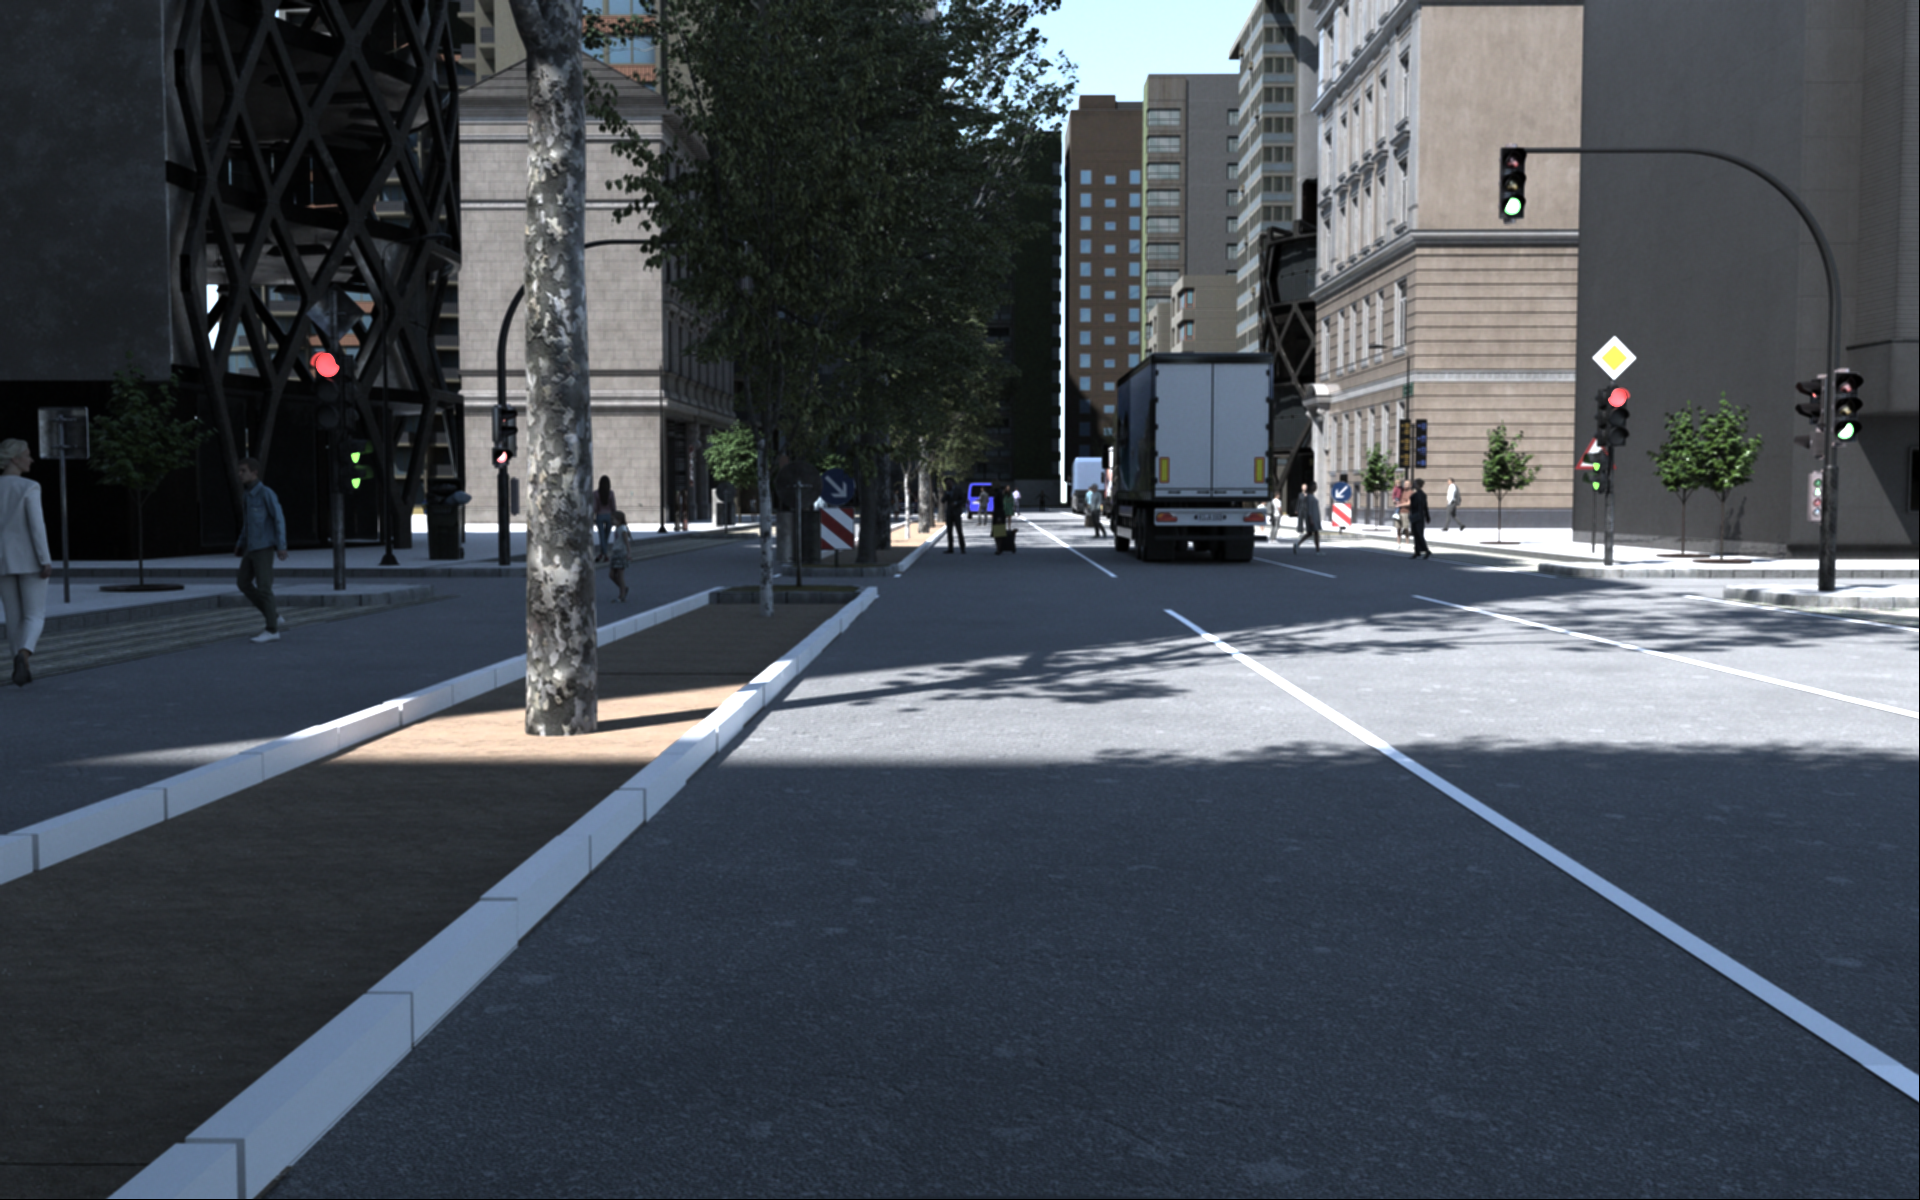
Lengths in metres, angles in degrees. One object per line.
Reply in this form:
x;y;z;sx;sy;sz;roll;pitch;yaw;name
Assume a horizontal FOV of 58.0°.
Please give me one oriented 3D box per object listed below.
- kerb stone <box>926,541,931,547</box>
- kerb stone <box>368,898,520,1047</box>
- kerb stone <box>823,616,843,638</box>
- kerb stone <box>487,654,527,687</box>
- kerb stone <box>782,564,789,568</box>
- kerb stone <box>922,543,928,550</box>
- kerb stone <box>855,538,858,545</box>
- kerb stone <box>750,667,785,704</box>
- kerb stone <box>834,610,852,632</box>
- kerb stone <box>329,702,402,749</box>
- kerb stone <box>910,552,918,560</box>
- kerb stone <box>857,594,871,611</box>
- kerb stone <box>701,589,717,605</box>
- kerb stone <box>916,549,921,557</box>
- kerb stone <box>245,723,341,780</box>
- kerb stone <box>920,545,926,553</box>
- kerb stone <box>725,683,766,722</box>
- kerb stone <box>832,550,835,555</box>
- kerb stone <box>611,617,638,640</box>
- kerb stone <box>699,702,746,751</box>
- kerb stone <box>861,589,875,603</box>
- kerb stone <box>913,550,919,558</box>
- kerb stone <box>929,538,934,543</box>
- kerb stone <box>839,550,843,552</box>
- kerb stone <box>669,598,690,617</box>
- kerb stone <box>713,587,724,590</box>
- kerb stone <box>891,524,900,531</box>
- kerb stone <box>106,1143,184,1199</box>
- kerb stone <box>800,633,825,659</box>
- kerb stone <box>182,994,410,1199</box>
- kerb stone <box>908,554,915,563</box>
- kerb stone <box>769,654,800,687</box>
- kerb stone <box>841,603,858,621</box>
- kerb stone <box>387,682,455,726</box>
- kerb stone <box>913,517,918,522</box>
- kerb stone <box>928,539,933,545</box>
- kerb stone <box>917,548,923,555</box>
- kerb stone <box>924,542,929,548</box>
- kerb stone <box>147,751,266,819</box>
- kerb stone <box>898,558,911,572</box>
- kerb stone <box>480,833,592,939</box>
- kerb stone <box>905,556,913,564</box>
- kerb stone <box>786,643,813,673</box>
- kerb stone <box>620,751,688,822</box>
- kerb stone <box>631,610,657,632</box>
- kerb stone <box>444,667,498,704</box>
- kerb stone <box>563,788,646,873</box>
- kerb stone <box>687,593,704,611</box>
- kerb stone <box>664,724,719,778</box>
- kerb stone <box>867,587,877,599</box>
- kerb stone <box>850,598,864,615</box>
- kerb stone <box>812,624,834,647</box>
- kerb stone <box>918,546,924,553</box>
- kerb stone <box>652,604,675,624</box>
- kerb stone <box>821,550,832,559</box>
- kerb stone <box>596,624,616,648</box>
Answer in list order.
-0.893;-1.363;44.485;0.120;0.150;1.000;0;4;1;kerb stone
-1.467;1.057;4.982;0.120;0.150;1.000;0;4;1;kerb stone
-1.299;0.299;17.300;0.120;0.150;1.000;0;4;1;kerb stone
-3.452;0.551;13.187;0.120;0.150;1.000;0;4;1;kerb stone
-3.186;-0.608;32.206;0.120;0.150;1.000;0;4;1;kerb stone
-0.931;-1.234;42.434;0.120;0.150;1.000;0;4;1;kerb stone
-2.915;-1.740;50.663;0.120;0.150;1.000;0;4;1;kerb stone
-1.366;0.615;12.142;0.120;0.150;1.000;0;4;1;kerb stone
-1.270;0.238;18.322;0.120;0.150;1.000;0;4;1;kerb stone
-3.503;0.748;10.120;0.120;0.150;1.000;0;4;1;kerb stone
-1.019;-0.862;36.294;0.120;0.150;1.000;0;4;1;kerb stone
-1.230;0.055;21.410;0.120;0.150;1.000;0;4;1;kerb stone
-3.319;-0.013;22.412;0.120;0.150;1.000;0;4;1;kerb stone
-0.992;-0.980;38.340;0.120;0.150;1.000;0;4;1;kerb stone
-3.509;0.801;9.092;0.120;0.150;1.000;0;4;1;kerb stone
-0.948;-1.175;41.412;0.120;0.150;1.000;0;4;1;kerb stone
-1.388;0.677;11.119;0.120;0.150;1.000;0;4;1;kerb stone
-3.063;-1.113;40.393;0.120;0.150;1.000;0;4;1;kerb stone
-3.399;0.302;17.289;0.120;0.150;1.000;0;4;1;kerb stone
-1.393;0.742;10.097;0.120;0.150;1.000;0;4;1;kerb stone
-1.221;-0.012;22.432;0.120;0.150;1.000;0;4;1;kerb stone
-1.012;-0.925;37.318;0.120;0.150;1.000;0;4;1;kerb stone
-0.860;-1.551;47.560;0.120;0.150;1.000;0;4;1;kerb stone
-3.036;-1.238;42.448;0.120;0.150;1.000;0;4;1;kerb stone
-3.346;0.112;20.364;0.120;0.150;1.000;0;4;1;kerb stone
-3.304;-0.075;23.442;0.120;0.150;1.000;0;4;1;kerb stone
-2.636;-2.932;70.136;0.120;0.150;1.000;0;4;1;kerb stone
-1.497;1.180;2.929;0.120;0.150;1.000;0;4;1;kerb stone
-1.320;0.426;15.234;0.120;0.150;1.000;0;4;1;kerb stone
-1.480;1.119;3.960;0.120;0.150;1.000;0;4;1;kerb stone
-1.039;-0.799;35.266;0.120;0.150;1.000;0;4;1;kerb stone
-1.354;0.552;13.178;0.120;0.150;1.000;0;4;1;kerb stone
-1.262;0.174;19.356;0.120;0.150;1.000;0;4;1;kerb stone
-3.478;0.676;11.141;0.120;0.150;1.000;0;4;1;kerb stone
-2.372;-4.062;88.604;0.120;0.150;1.000;0;4;1;kerb stone
-0.869;-1.489;46.533;0.120;0.150;1.000;0;4;1;kerb stone
-0.979;-1.045;39.365;0.120;0.150;1.000;0;4;1;kerb stone
-0.928;-1.301;43.462;0.120;0.150;1.000;0;4;1;kerb stone
-3.517;0.866;8.070;0.120;0.150;1.000;0;4;1;kerb stone
-1.064;-0.670;33.213;0.120;0.150;1.000;0;4;1;kerb stone
-1.460;0.990;6.010;0.120;0.150;1.000;0;4;1;kerb stone
-1.055;-0.737;34.244;0.120;0.150;1.000;0;4;1;kerb stone
-1.334;0.489;14.204;0.120;0.150;1.000;0;4;1;kerb stone
-1.421;0.865;8.053;0.120;0.150;1.000;0;4;1;kerb stone
-3.382;0.238;18.311;0.120;0.150;1.000;0;4;1;kerb stone
-3.467;0.614;12.164;0.120;0.150;1.000;0;4;1;kerb stone
-1.444;0.931;7.032;0.120;0.150;1.000;0;4;1;kerb stone
-3.331;0.049;21.390;0.120;0.150;1.000;0;4;1;kerb stone
-1.414;0.804;9.075;0.120;0.150;1.000;0;4;1;kerb stone
-1.211;-0.077;23.454;0.120;0.150;1.000;0;4;1;kerb stone
-1.253;0.116;20.387;0.120;0.150;1.000;0;4;1;kerb stone
-1.310;0.364;16.268;0.120;0.150;1.000;0;4;1;kerb stone
-0.965;-1.112;40.387;0.120;0.150;1.000;0;4;1;kerb stone
-3.363;0.175;19.335;0.120;0.150;1.000;0;4;1;kerb stone
-3.076;-1.050;39.369;0.120;0.150;1.000;0;4;1;kerb stone
-3.418;0.365;16.267;0.120;0.150;1.000;0;4;1;kerb stone
